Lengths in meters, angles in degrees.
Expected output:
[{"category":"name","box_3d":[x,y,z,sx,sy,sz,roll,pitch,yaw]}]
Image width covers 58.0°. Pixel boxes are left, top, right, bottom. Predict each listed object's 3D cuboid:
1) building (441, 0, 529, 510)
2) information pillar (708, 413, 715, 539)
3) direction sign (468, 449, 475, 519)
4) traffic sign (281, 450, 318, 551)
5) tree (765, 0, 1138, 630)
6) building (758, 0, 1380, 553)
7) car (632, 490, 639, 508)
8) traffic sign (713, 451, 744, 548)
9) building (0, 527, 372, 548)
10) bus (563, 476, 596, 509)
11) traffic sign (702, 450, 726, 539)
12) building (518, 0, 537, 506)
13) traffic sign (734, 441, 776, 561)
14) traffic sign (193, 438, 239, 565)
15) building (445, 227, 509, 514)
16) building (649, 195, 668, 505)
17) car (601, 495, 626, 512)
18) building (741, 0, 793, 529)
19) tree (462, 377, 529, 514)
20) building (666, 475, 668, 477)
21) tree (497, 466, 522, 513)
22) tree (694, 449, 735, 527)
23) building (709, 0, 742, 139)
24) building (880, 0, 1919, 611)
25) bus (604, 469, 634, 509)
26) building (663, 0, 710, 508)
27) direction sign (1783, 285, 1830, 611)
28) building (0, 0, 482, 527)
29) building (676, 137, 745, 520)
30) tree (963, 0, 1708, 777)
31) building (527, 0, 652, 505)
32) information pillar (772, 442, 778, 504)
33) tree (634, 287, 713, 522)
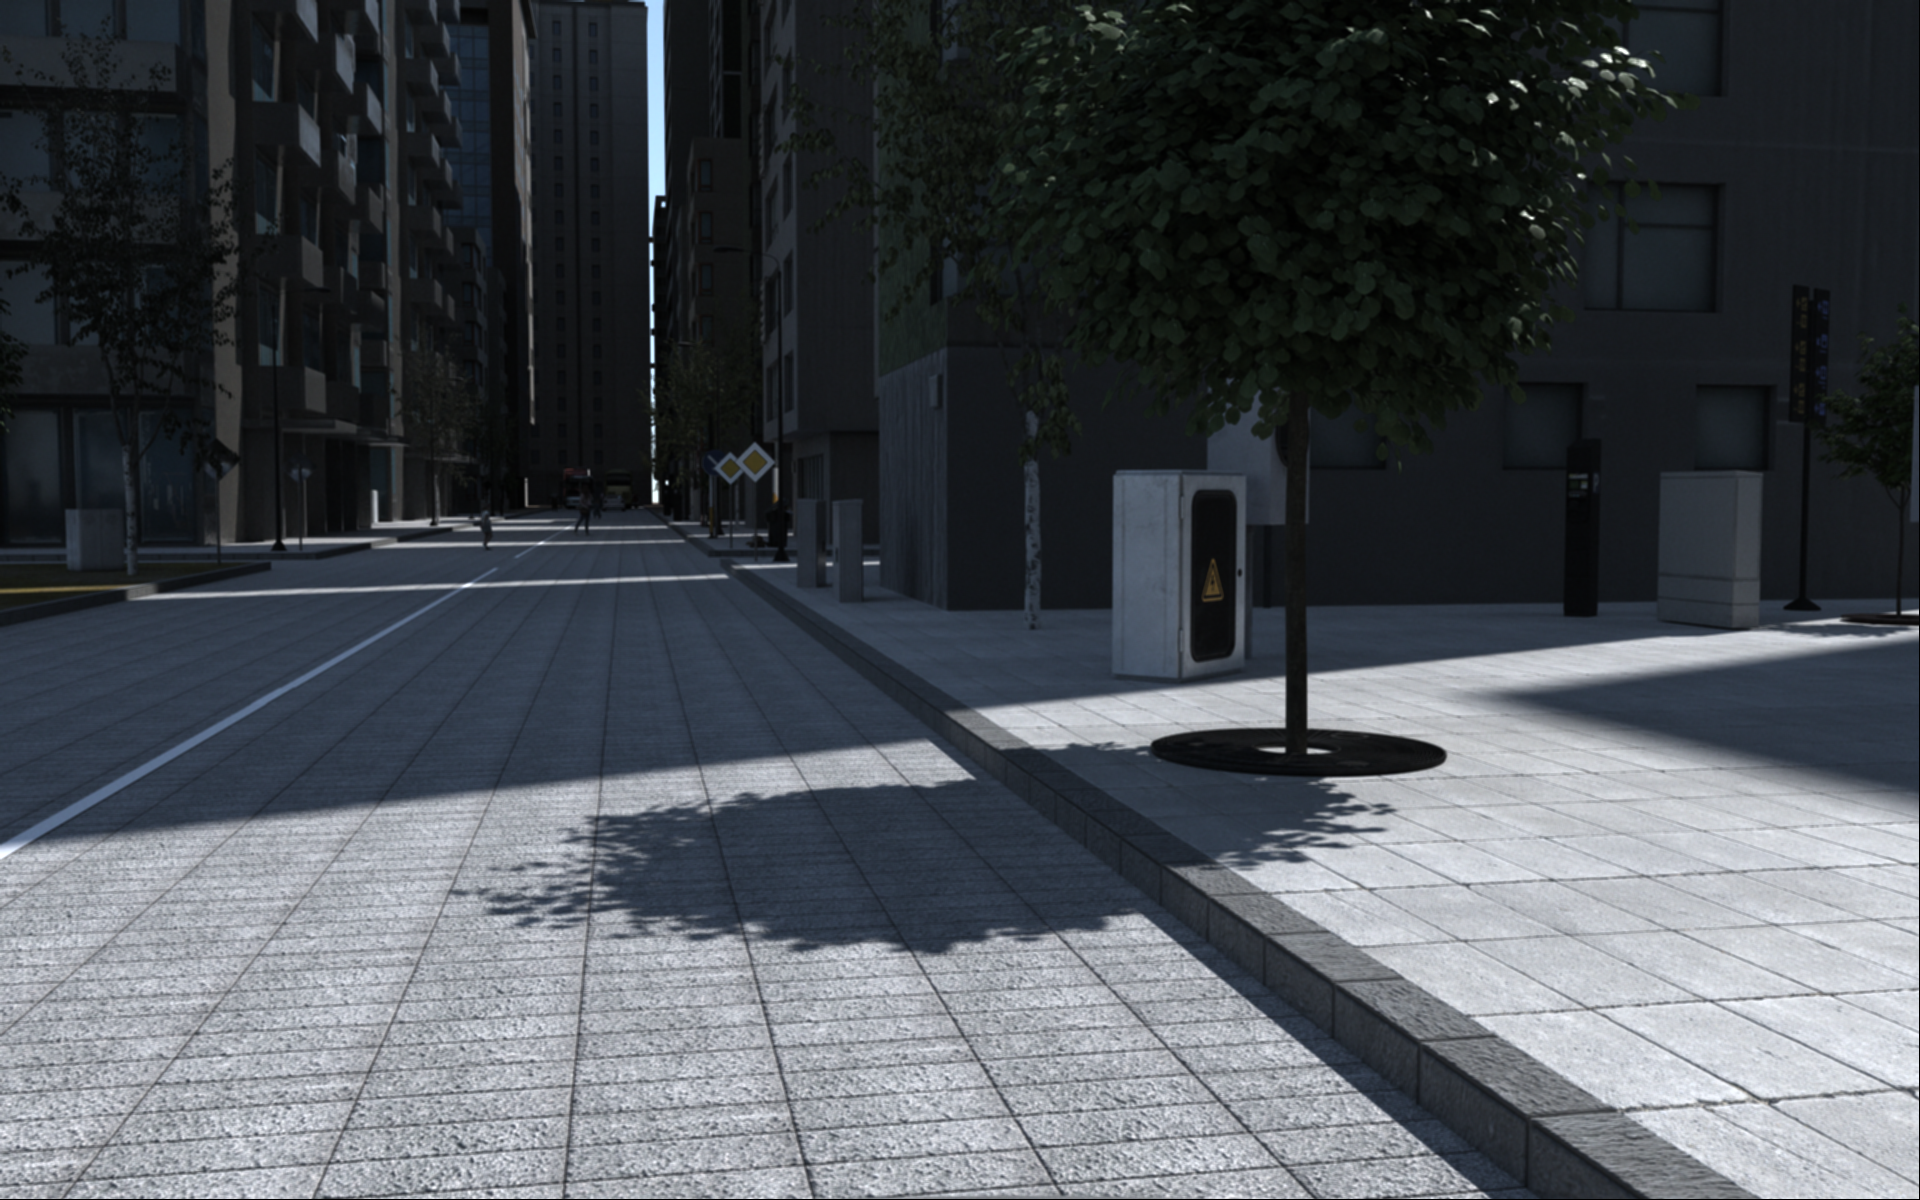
[{"category":"building","box_3d":[-44.141,-30.337,146.121,14.600,45.320,14.200,-1,4,-11]},{"category":"information pillar","box_3d":[-7.178,-3.591,50.063,0.183,3.616,0.504,0,4,-1]},{"category":"direction sign","box_3d":[-24.888,-5.882,88.165,0.379,3.537,0.876,-1,4,-19]},{"category":"traffic sign","box_3d":[-14.886,-2.166,39.059,0.795,2.450,0.064,-1,4,-11]},{"category":"tree","box_3d":[0.477,-4.018,16.057,4.737,8.622,4.395,0,3,0]},{"category":"building","box_3d":[1.961,-22.233,47.101,14.086,41.232,14.154,-1,4,-11]},{"category":"car","box_3d":[-33.981,-10.301,177.101,2.281,1.827,5.304,-1,4,-12]},{"category":"traffic sign","box_3d":[-5.411,-2.276,40.855,0.795,2.450,0.064,-1,4,-11]},{"category":"building","box_3d":[-29.965,-26.380,50.916,23.786,49.044,30.456,-1,4,-11]},{"category":"bus","box_3d":[-36.680,-10.559,167.506,2.948,3.499,13.247,-1,4,-11]},{"category":"traffic sign","box_3d":[-7.005,-3.035,49.720,0.768,2.556,0.104,0,4,-1]},{"category":"building","box_3d":[-55.848,-35.469,169.152,27.495,52.752,28.713,-1,4,-11]},{"category":"traffic sign","box_3d":[-3.902,-1.796,33.013,0.795,2.450,0.064,-1,4,-11]},{"category":"traffic sign","box_3d":[-13.377,-1.687,31.218,0.795,2.450,0.064,-1,4,-11]},{"category":"building","box_3d":[-47.652,-17.068,124.107,27.650,21.520,28.899,-1,4,-11]},{"category":"building","box_3d":[-26.037,-31.973,214.631,23.993,40.220,32.217,-1,4,-11]},{"category":"car","box_3d":[-28.676,-8.022,143.516,2.083,1.381,4.827,-1,4,-12]},{"category":"building","box_3d":[-1.961,-18.282,70.608,14.160,30.474,14.107,-1,4,-11]},{"category":"tree","box_3d":[-29.755,-9.765,110.015,4.737,8.622,4.395,0,3,0]},{"category":"building","box_3d":[-17.621,-33.954,174.755,23.786,49.044,30.456,-1,4,-11]},{"category":"tree","box_3d":[-31.579,-7.718,120.793,1.663,3.219,1.824,0,3,0]},{"category":"tree","box_3d":[-9.686,-4.457,67.478,1.663,3.219,1.824,0,3,0]},{"category":"building","box_3d":[-9.824,-42.135,127.164,20.563,71.187,20.611,-1,4,-11]},{"category":"building","box_3d":[5.459,-20.927,25.756,14.154,41.232,14.086,-1,4,-11]},{"category":"bus","box_3d":[-32.961,-10.749,167.291,2.896,3.916,12.252,-1,4,-11]},{"category":"building","box_3d":[-14.282,-32.124,148.937,21.300,48.544,21.600,-1,4,-11]},{"category":"direction sign","box_3d":[9.336,-1.657,19.093,0.876,3.537,0.379,-3,5,-41]},{"category":"building","box_3d":[-37.755,-28.679,88.508,23.786,49.044,30.456,-1,4,-11]},{"category":"building","box_3d":[-2.037,-15.646,100.854,27.650,21.520,28.899,-1,4,-11]},{"category":"tree","box_3d":[1.748,-1.511,8.423,4.285,4.588,4.351,0,3,0]},{"category":"building","box_3d":[-51.001,-40.515,204.425,28.212,58.520,21.231,-1,4,-11]},{"category":"information pillar","box_3d":[-5.757,-3.878,54.757,0.183,3.616,0.504,2,4,26]},{"category":"tree","box_3d":[-7.950,-6.687,59.694,4.737,8.622,4.395,0,3,0]}]
